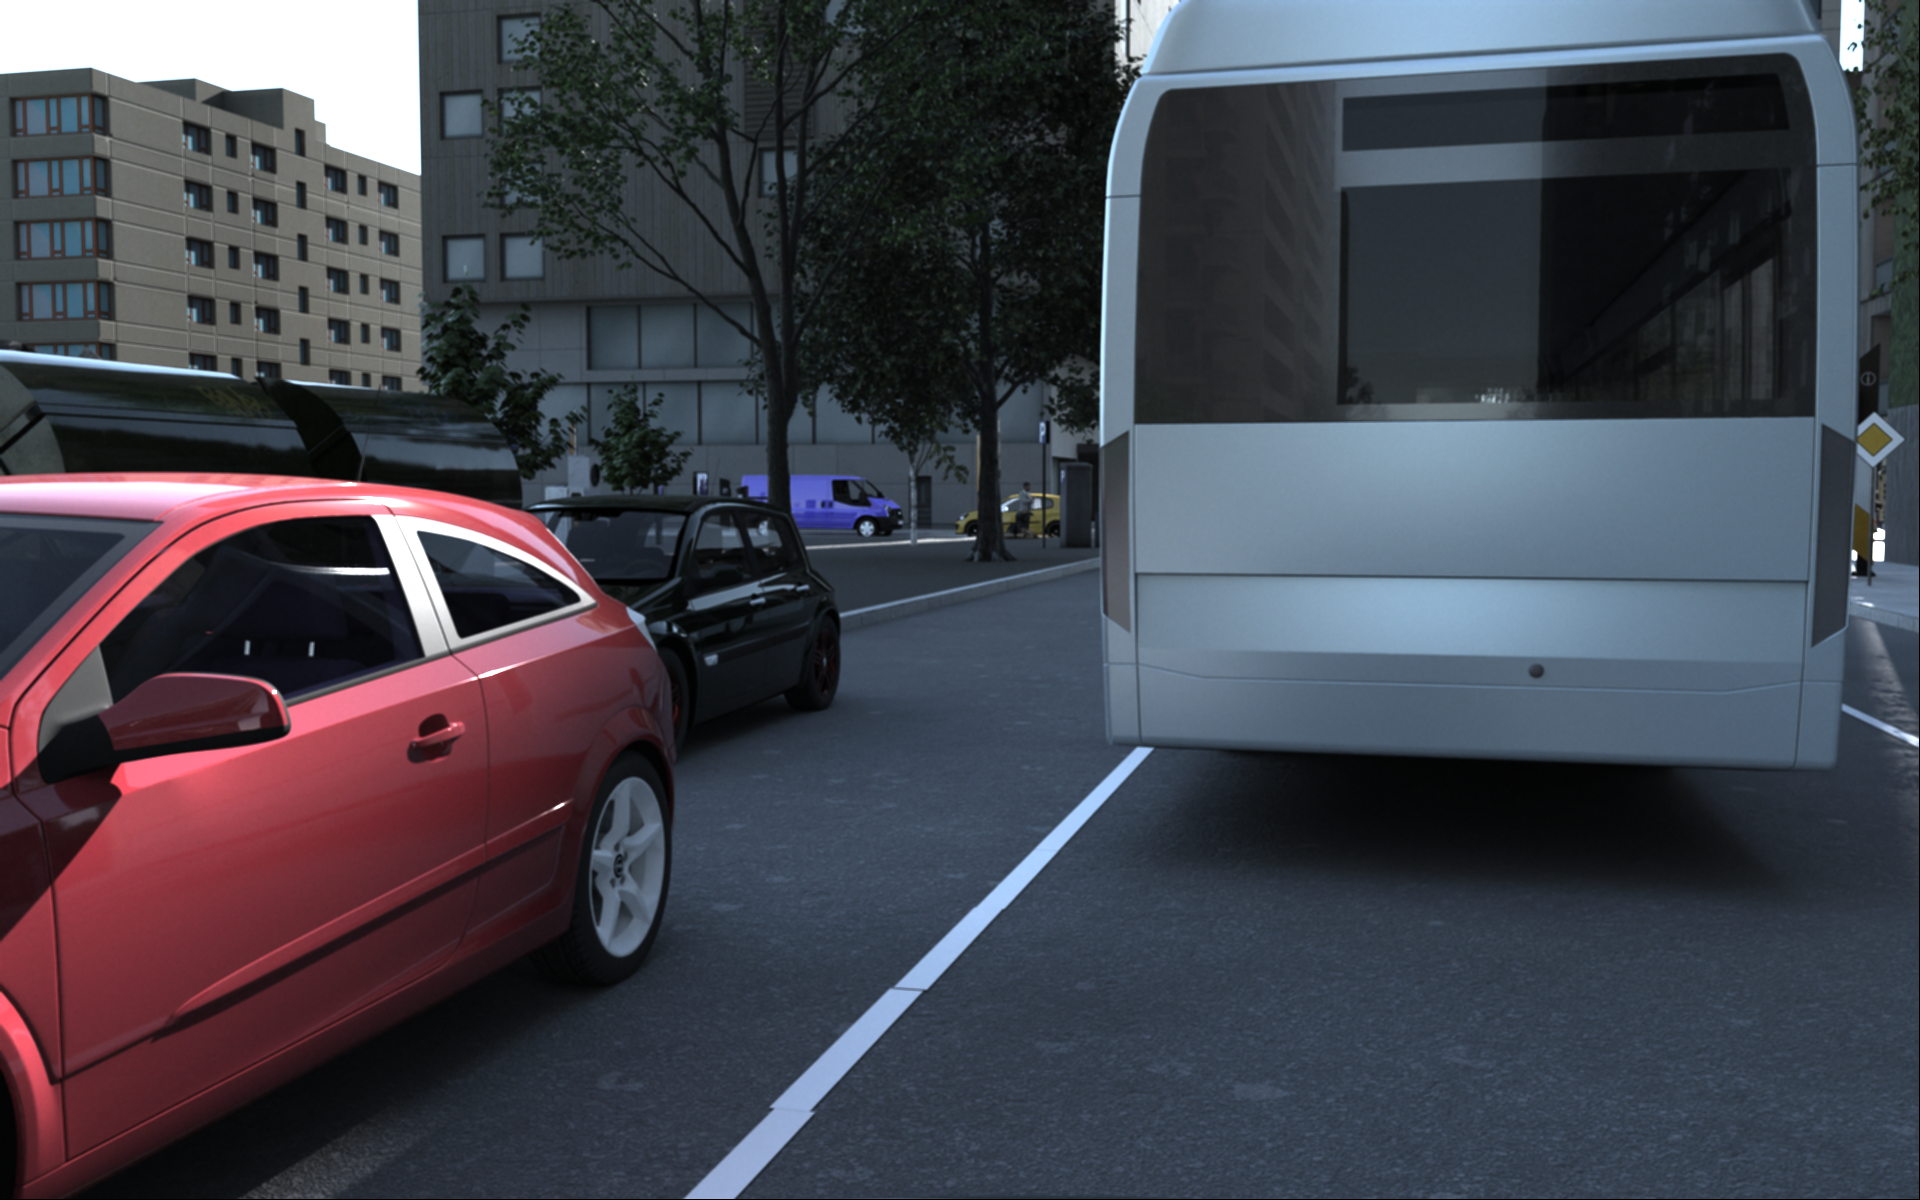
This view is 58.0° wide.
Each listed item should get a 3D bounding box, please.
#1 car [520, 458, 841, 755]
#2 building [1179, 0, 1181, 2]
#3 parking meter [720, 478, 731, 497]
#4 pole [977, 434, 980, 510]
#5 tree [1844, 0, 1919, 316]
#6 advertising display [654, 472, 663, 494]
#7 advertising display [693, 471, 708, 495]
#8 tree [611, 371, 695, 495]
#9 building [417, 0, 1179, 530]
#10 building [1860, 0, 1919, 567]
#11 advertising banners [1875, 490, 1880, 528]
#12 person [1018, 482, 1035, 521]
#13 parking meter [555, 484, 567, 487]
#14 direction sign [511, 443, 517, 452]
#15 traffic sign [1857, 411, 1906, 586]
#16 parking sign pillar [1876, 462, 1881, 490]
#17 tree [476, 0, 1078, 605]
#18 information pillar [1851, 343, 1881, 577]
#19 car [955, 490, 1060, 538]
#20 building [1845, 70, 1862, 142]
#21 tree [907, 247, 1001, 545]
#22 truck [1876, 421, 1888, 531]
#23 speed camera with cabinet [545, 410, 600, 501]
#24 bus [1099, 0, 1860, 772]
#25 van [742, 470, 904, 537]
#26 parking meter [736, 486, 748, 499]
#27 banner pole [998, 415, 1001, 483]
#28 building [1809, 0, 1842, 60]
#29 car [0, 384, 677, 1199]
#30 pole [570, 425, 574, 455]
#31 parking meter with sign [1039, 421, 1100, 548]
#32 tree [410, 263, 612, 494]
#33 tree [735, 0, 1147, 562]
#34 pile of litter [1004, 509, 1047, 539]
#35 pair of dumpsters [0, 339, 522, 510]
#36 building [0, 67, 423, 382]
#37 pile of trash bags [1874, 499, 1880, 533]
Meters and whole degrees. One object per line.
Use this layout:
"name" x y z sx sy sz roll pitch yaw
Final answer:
"car" -2.039 -0.035 10.360 2.009 1.686 4.222 1 4 14
"building" 9.228 -28.038 113.047 22.147 44.769 28.867 1 4 14
"parking meter" -8.455 -3.469 62.430 0.399 1.863 0.255 -1 4 -12
"pole" 0.673 -3.985 59.005 0.158 3.312 0.155 0 3 0
"tree" 12.239 -4.280 20.334 4.737 8.622 4.395 0 3 0
"advertising display" -7.650 -2.371 43.986 0.123 1.923 0.974 0 4 -2
"advertising display" -7.453 -2.727 49.798 0.123 1.923 0.974 1 4 11
"tree" -5.199 -2.002 27.337 1.663 3.219 1.824 0 3 0
"building" -4.537 -29.696 74.763 28.713 52.752 27.495 1 4 14
"building" 24.726 -21.281 31.542 14.154 41.232 14.086 1 4 14
"advertising banners" 34.812 -4.255 65.764 0.090 3.025 2.074 -3 5 -42
"person" 2.032 -2.664 52.234 0.466 1.800 0.511 1 4 22
"parking meter" -10.058 -2.148 43.539 0.372 1.533 0.369 0 3 0
"direction sign" -16.196 -4.263 61.692 0.876 3.537 0.379 -1 4 -19
"traffic sign" 12.726 -1.406 24.179 0.795 2.450 0.064 1 4 23
"parking sign pillar" 48.478 -6.355 92.370 1.447 3.967 1.447 1 4 20
"tree" -2.132 -5.761 19.946 9.928 11.665 9.643 0 3 0
"information pillar" 14.035 -2.179 26.988 0.504 3.616 0.183 2 4 32
"car" 1.820 -2.708 54.493 3.980 1.641 2.015 1 4 14
"building" 91.796 -32.428 180.311 14.200 45.320 14.600 1 4 14
"tree" -0.967 -5.661 42.924 4.737 8.622 4.395 0 3 0
"truck" 30.473 -3.543 46.834 11.283 4.237 2.839 1 4 12
"speed camera with cabinet" -9.000 -2.813 40.336 0.660 3.252 2.038 1 4 9
"bus" 3.444 -1.078 12.481 2.948 3.499 13.247 1 4 15
"van" -4.432 -3.157 55.996 5.245 2.365 2.240 1 4 14
"parking meter" -6.579 -2.686 52.321 0.372 1.533 0.369 0 3 0
"banner pole" 0.861 -3.544 47.956 0.401 3.779 0.863 3 5 42
"building" 53.574 -42.440 132.139 20.563 71.187 20.611 1 4 14
"car" -2.161 0.316 3.877 2.155 1.783 4.494 1 4 14
"pole" -10.887 -3.367 48.893 0.158 3.312 0.155 0 3 0
"parking meter with sign" 2.799 -2.769 41.529 1.738 3.016 0.543 -1 4 -16
"tree" -4.187 -1.216 14.477 1.663 3.219 1.824 0 3 0
"tree" 0.461 -7.093 32.978 9.611 12.733 9.660 0 3 0
"pile of litter" 1.701 -2.191 49.793 1.176 0.858 1.719 -3 5 -39
"pair of dumpsters" -4.311 -0.471 10.200 1.574 2.255 4.437 1 4 14
"building" -45.766 -14.815 87.272 28.899 21.520 27.650 1 4 14
"pile of trash bags" 29.633 -2.928 57.631 3.447 1.369 1.912 -3 5 -44
